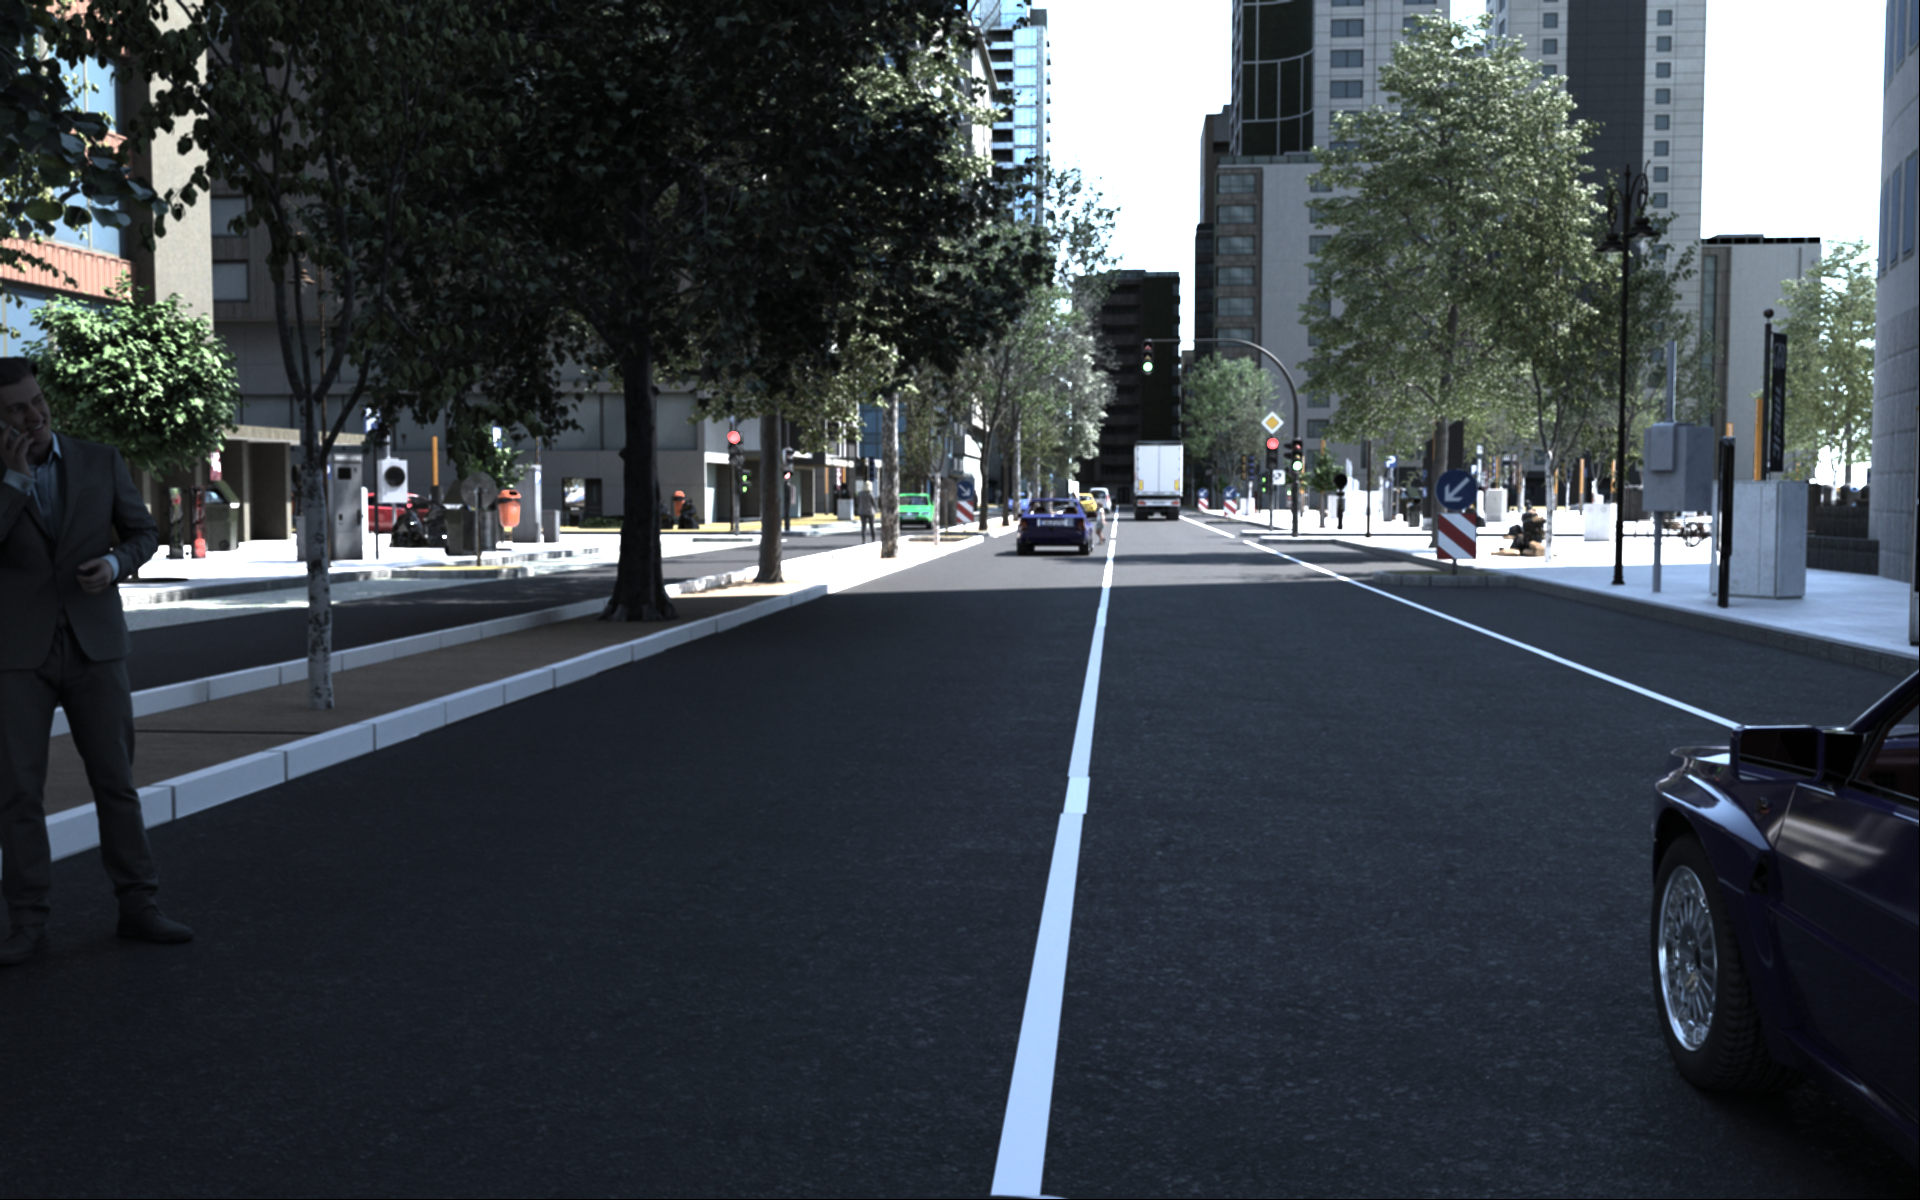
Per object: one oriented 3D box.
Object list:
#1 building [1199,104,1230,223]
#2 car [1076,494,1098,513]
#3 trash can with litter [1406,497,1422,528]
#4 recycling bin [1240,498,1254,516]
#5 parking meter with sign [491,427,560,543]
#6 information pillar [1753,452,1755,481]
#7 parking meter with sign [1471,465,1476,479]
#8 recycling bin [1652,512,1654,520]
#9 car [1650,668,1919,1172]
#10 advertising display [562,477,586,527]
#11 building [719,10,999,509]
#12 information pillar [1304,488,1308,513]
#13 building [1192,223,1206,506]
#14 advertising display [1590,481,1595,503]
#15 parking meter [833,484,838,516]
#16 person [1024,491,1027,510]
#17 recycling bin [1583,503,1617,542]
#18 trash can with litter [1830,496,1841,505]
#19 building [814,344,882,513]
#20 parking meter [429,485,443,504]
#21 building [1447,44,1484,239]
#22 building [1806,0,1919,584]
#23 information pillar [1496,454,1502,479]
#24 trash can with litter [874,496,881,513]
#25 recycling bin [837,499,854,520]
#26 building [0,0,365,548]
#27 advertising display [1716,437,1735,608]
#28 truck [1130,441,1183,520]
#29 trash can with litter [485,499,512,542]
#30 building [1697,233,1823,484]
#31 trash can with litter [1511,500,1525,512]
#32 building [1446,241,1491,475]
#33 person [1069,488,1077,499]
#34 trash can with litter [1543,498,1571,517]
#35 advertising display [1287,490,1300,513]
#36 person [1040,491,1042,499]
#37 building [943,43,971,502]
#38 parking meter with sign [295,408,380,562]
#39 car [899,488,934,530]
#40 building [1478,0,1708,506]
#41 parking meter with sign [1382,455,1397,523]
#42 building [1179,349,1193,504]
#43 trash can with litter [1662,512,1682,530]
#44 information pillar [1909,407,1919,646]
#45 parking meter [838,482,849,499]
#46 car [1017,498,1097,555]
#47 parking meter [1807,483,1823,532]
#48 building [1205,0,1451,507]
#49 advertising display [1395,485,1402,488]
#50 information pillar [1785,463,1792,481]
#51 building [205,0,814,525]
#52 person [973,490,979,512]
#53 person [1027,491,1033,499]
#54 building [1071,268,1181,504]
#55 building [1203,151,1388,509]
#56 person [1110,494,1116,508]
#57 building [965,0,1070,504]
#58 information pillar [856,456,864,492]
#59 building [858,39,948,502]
[{"bbox_3d":[34.644,-33.586,199.247,14.600,45.320,14.200,0,4,5],"label":"building"},{"bbox_3d":[8.326,-6.522,116.858,2.015,1.641,3.980,0,4,5],"label":"car"},{"bbox_3d":[17.234,-3.344,66.065,0.624,1.170,1.055,0,4,2],"label":"trash can with litter"},{"bbox_3d":[17.014,-5.510,102.640,0.722,1.027,0.722,1,4,19],"label":"recycling bin"},{"bbox_3d":[-11.332,-2.995,45.237,1.738,3.016,0.543,1,4,9],"label":"parking meter with sign"},{"bbox_3d":[44.543,-6.445,96.727,0.504,3.616,0.183,3,5,43],"label":"information pillar"},{"bbox_3d":[30.391,-6.600,104.176,1.738,3.016,0.543,-2,4,-32],"label":"parking meter with sign"},{"bbox_3d":[34.615,-4.450,85.313,0.722,1.027,0.722,-3,4,-37],"label":"recycling bin"},{"bbox_3d":[2.490,0.589,2.946,1.945,1.354,3.894,0,4,6],"label":"car"},{"bbox_3d":[-14.988,-3.797,67.289,0.974,1.923,0.123,-3,5,-43],"label":"advertising display"},{"bbox_3d":[-10.345,-37.148,196.605,27.495,52.752,28.713,0,4,5],"label":"building"},{"bbox_3d":[23.662,-6.987,118.724,0.304,2.012,0.304,-2,4,-35],"label":"information pillar"},{"bbox_3d":[31.987,-25.323,185.732,14.160,30.474,14.107,0,4,5],"label":"building"},{"bbox_3d":[30.395,-4.776,83.296,0.123,1.923,0.974,2,4,25],"label":"advertising display"},{"bbox_3d":[-7.338,-5.969,103.304,0.399,1.863,0.255,1,4,15],"label":"parking meter"},{"bbox_3d":[5.822,-9.026,156.752,0.721,1.739,1.217,0,4,-2],"label":"person"},{"bbox_3d":[17.261,-2.087,46.680,0.722,1.027,0.722,2,4,34],"label":"recycling bin"},{"bbox_3d":[31.873,-3.169,62.871,1.678,1.210,2.233,0,4,-5],"label":"trash can with litter"},{"bbox_3d":[-15.956,-41.923,123.695,20.563,71.187,20.611,0,4,5],"label":"building"},{"bbox_3d":[-15.215,-2.565,50.344,0.372,1.533,0.369,0,3,0],"label":"parking meter"},{"bbox_3d":[73.269,-41.646,222.909,28.212,58.520,21.231,0,4,5],"label":"building"},{"bbox_3d":[23.530,-29.187,19.209,21.231,58.520,28.212,0,4,5],"label":"building"},{"bbox_3d":[31.610,-6.745,101.629,0.504,3.616,0.183,-2,4,-30],"label":"information pillar"},{"bbox_3d":[-4.964,-6.363,115.088,2.233,1.210,1.678,2,4,33],"label":"trash can with litter"},{"bbox_3d":[-5.630,-4.437,85.106,0.722,1.027,0.722,0,4,5],"label":"recycling bin"},{"bbox_3d":[-32.629,-23.558,39.806,28.867,44.769,22.147,0,4,5],"label":"building"},{"bbox_3d":[8.776,-0.897,19.876,0.123,1.923,0.974,1,4,21],"label":"advertising display"},{"bbox_3d":[11.026,-6.628,97.278,2.839,4.237,11.283,0,4,5],"label":"truck"},{"bbox_3d":[-12.368,-2.154,46.606,0.624,1.170,1.055,2,4,28],"label":"trash can with litter"},{"bbox_3d":[87.327,-25.947,195.927,14.107,30.474,14.160,0,4,5],"label":"building"},{"bbox_3d":[40.439,-6.993,125.727,1.055,1.170,0.624,2,4,26],"label":"trash can with litter"},{"bbox_3d":[52.010,-26.105,198.521,14.107,30.474,14.160,0,4,5],"label":"building"},{"bbox_3d":[6.727,-5.769,102.909,0.616,1.811,0.778,2,4,29],"label":"person"},{"bbox_3d":[33.807,-5.359,98.672,1.678,1.210,2.233,1,4,12],"label":"trash can with litter"},{"bbox_3d":[22.063,-6.687,114.546,0.974,1.923,0.123,-1,4,-10],"label":"advertising display"},{"bbox_3d":[8.027,-10.085,174.208,0.721,1.723,1.217,3,5,42],"label":"person"},{"bbox_3d":[-11.502,-33.444,166.415,23.786,49.044,30.456,0,4,5],"label":"building"},{"bbox_3d":[-11.984,-2.276,33.466,0.543,3.016,1.738,2,4,34],"label":"parking meter with sign"},{"bbox_3d":[-1.886,-3.798,70.892,1.959,1.807,4.718,0,4,3],"label":"car"},{"bbox_3d":[69.090,-46.190,193.456,20.611,71.187,20.563,0,4,5],"label":"building"},{"bbox_3d":[19.483,-5.049,78.819,0.543,3.016,1.738,1,4,8],"label":"parking meter with sign"},{"bbox_3d":[43.935,-23.588,230.710,28.899,21.520,27.650,0,4,5],"label":"building"},{"bbox_3d":[25.619,-3.107,62.189,0.624,1.170,1.055,0,4,-6],"label":"trash can with litter"},{"bbox_3d":[8.227,-0.616,14.558,0.304,2.012,0.304,-3,5,-39],"label":"information pillar"},{"bbox_3d":[-5.703,-4.907,85.939,0.399,1.863,0.255,0,4,8],"label":"parking meter"},{"bbox_3d":[2.332,-1.797,41.953,1.945,1.354,3.894,0,4,6],"label":"car"},{"bbox_3d":[19.570,-1.915,39.722,0.372,1.533,0.369,0,3,0],"label":"parking meter"},{"bbox_3d":[34.639,-44.531,166.330,20.563,71.187,20.611,0,4,5],"label":"building"},{"bbox_3d":[32.915,-7.657,130.401,0.123,1.923,0.974,-1,4,-20],"label":"advertising display"},{"bbox_3d":[61.884,-8.443,129.393,0.504,3.616,0.183,-1,4,-11],"label":"information pillar"},{"bbox_3d":[-20.545,-30.260,83.983,28.713,52.752,27.495,0,4,5],"label":"building"},{"bbox_3d":[1.316,-8.014,140.086,0.434,1.755,0.990,2,4,24],"label":"person"},{"bbox_3d":[8.049,-11.645,198.880,0.705,1.826,1.348,2,4,31],"label":"person"},{"bbox_3d":[21.462,-27.731,225.102,14.107,30.474,14.160,0,4,5],"label":"building"},{"bbox_3d":[28.938,-23.148,150.176,14.160,30.474,14.107,0,4,5],"label":"building"},{"bbox_3d":[15.722,-10.180,178.169,0.697,1.427,0.421,2,4,26],"label":"person"},{"bbox_3d":[-0.940,-56.096,229.843,31.000,86.520,22.319,0,4,5],"label":"building"},{"bbox_3d":[-6.099,-6.955,105.062,0.504,3.616,0.183,0,4,-1],"label":"information pillar"},{"bbox_3d":[-8.591,-30.178,143.526,14.600,45.320,14.200,0,4,5],"label":"building"}]
